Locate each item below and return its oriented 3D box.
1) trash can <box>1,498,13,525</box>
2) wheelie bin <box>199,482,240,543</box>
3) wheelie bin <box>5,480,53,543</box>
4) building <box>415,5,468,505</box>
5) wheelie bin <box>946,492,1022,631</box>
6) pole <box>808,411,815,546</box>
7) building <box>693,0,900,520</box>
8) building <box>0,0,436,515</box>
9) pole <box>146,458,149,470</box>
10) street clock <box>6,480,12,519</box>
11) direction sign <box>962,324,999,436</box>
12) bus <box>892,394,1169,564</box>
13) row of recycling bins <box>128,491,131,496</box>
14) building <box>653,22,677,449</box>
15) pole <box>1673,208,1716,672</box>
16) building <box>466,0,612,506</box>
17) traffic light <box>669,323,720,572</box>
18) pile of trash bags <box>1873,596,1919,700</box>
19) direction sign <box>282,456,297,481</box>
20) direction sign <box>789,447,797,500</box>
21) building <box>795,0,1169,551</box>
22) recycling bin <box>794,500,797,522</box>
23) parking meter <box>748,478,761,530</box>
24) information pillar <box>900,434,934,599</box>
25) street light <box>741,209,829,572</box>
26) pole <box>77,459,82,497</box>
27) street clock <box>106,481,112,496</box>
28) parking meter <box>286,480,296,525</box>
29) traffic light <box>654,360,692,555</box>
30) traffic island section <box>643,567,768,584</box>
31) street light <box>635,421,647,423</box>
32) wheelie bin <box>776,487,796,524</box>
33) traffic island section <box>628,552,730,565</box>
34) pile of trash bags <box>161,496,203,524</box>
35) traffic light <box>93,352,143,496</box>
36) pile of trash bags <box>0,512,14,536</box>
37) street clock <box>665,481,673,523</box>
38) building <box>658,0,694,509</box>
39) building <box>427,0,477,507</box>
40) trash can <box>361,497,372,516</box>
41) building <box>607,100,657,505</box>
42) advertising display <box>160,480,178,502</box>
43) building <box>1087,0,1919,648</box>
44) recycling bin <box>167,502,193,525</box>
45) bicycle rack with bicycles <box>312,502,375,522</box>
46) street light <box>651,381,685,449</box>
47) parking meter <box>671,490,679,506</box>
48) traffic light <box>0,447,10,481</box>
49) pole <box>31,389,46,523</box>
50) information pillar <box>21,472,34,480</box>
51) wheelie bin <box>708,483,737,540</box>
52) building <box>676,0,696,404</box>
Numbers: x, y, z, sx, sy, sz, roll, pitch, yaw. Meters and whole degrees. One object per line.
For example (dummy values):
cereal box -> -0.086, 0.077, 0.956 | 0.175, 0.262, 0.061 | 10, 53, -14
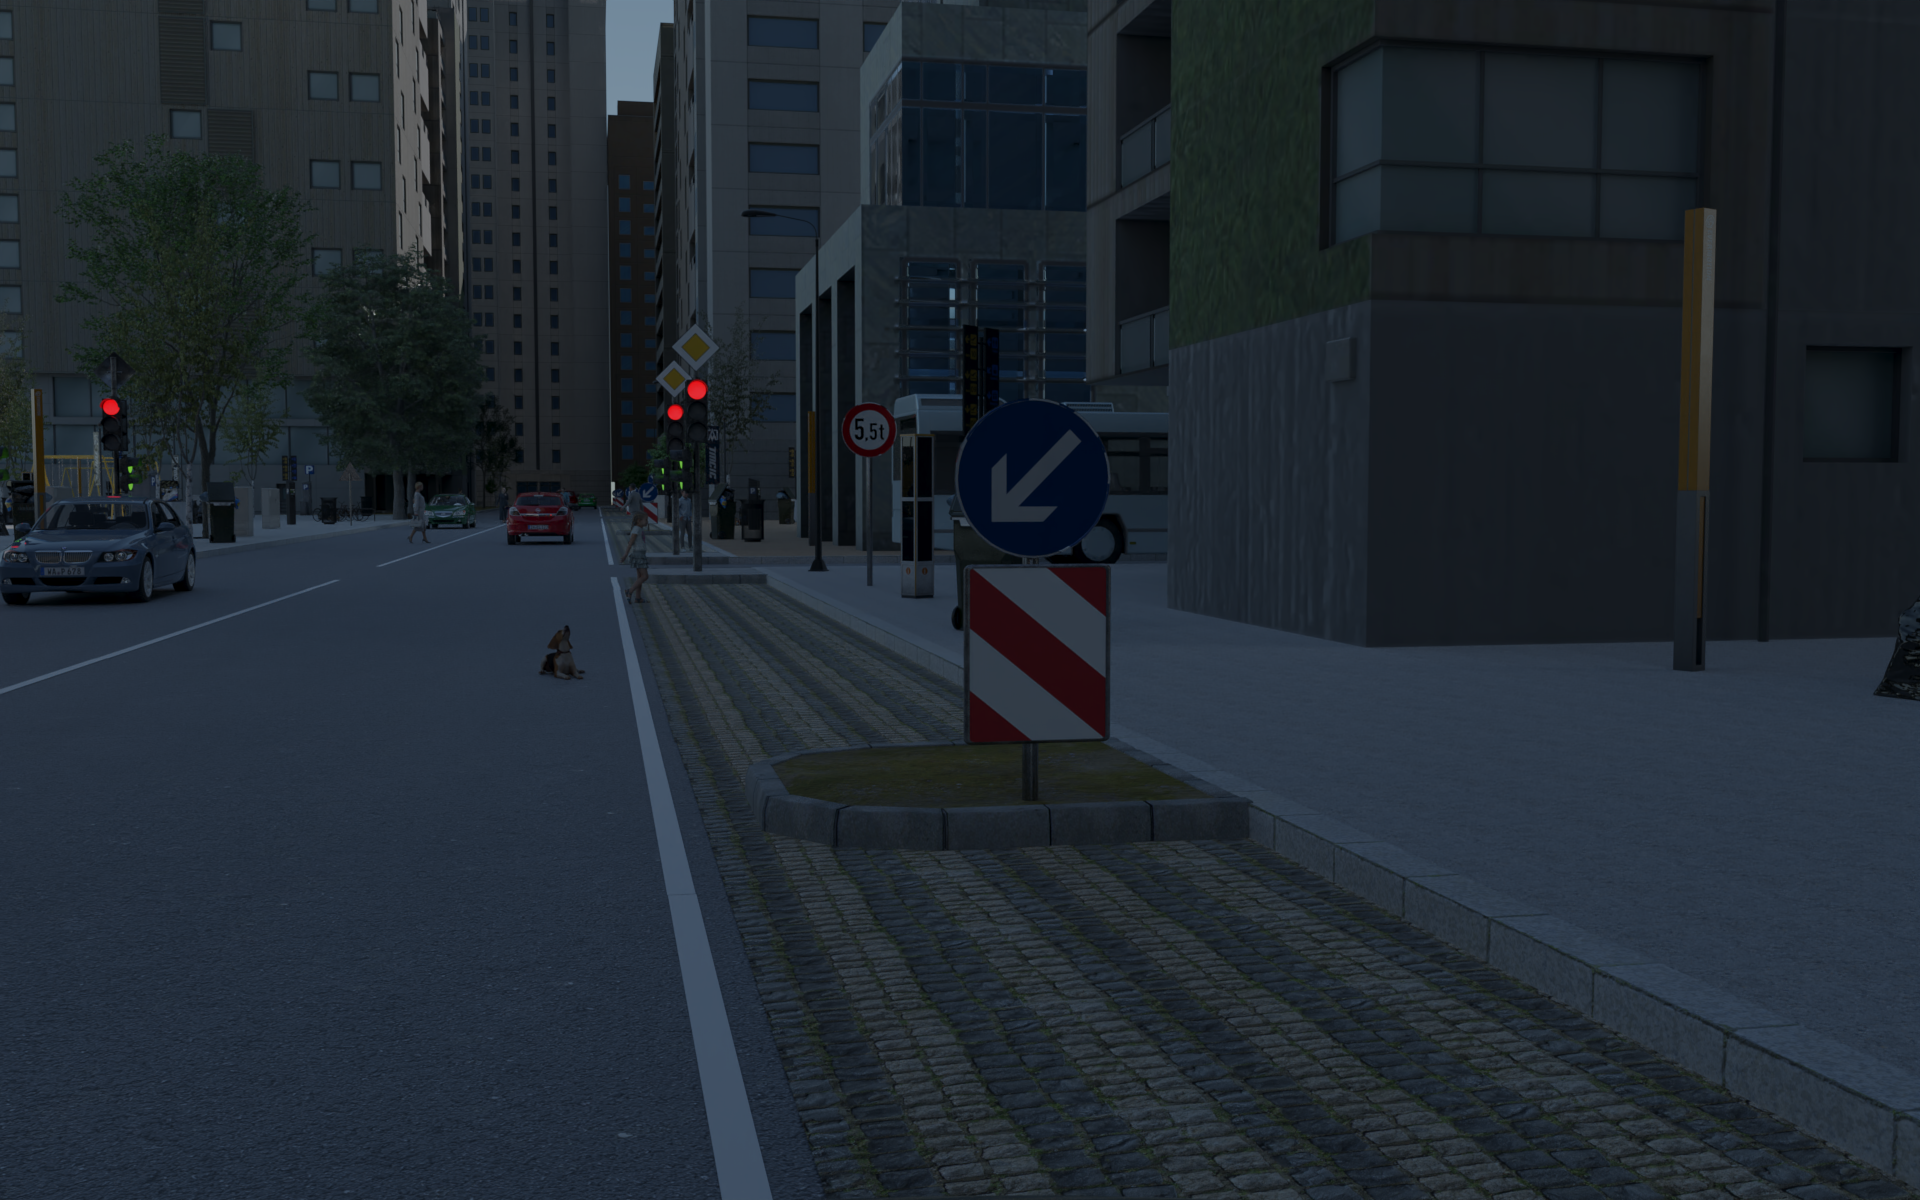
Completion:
trash can -> -39.444, -3.689, 71.967 | 0.748, 1.137, 0.748 | 0, 3, 0
wheelie bin -> -19.460, -2.300, 45.520 | 0.980, 1.594, 0.693 | -2, 4, -30
wheelie bin -> -21.521, -1.966, 40.051 | 0.980, 1.594, 0.693 | -2, 4, -26
building -> -47.957, -27.920, 140.092 | 14.154, 41.232, 14.086 | -1, 4, -12
wheelie bin -> 0.310, -0.514, 16.304 | 0.980, 1.594, 0.693 | 2, 4, 29
pole -> -3.655, -2.991, 42.752 | 0.158, 3.312, 0.155 | 0, 3, 0
building -> -4.528, -34.018, 98.193 | 21.231, 58.520, 28.212 | -1, 4, -12
building -> -50.964, -32.314, 117.577 | 28.713, 52.752, 27.495 | -1, 4, -12
pole -> -43.905, -6.109, 93.725 | 0.158, 3.312, 0.155 | 0, 3, 0
street clock -> -49.455, -5.245, 90.318 | 0.471, 2.002, 0.358 | 2, 4, 23
direction sign -> 0.285, -1.929, 23.536 | 0.379, 3.537, 0.876 | 2, 4, 33
bus -> 5.391, -2.406, 34.198 | 13.247, 3.499, 2.948 | -1, 4, -13
row of recycling bins -> -40.716, -4.847, 86.358 | 1.069, 1.692, 3.534 | -1, 4, -17
building -> -19.552, -33.688, 174.498 | 21.300, 48.544, 21.600 | -1, 4, -12
pole -> 5.306, -1.141, 12.506 | 0.158, 3.312, 0.155 | 0, 3, 0
building -> -55.080, -40.279, 200.554 | 28.212, 58.520, 21.231 | -1, 4, -12
traffic light -> -4.371, -2.428, 28.620 | 0.839, 4.253, 0.868 | -1, 4, -12
pile of trash bags -> 7.632, -0.090, 11.220 | 3.447, 1.369, 1.912 | -2, 4, -34
direction sign -> -39.497, -6.734, 102.090 | 0.876, 3.537, 0.379 | 0, 4, 3
direction sign -> -7.948, -5.622, 83.920 | 0.379, 3.537, 0.876 | 3, 5, 44
building -> 10.690, -45.116, 50.325 | 31.000, 86.520, 22.319 | -1, 4, -12
recycling bin -> -7.208, -4.039, 78.597 | 0.722, 1.027, 0.722 | -3, 5, -43
parking meter -> -7.363, -3.448, 62.080 | 0.399, 1.863, 0.255 | 1, 4, 17
information pillar -> -0.525, -1.030, 21.336 | 0.304, 2.012, 0.304 | -3, 5, -40
street light -> -2.883, -3.424, 28.528 | 1.470, 5.913, 1.316 | -1, 4, -12
pole -> -50.977, -6.510, 100.288 | 0.158, 3.312, 0.155 | 0, 3, 0
street clock -> -47.972, -5.691, 97.617 | 0.358, 2.002, 0.471 | -2, 4, -27
parking meter -> -27.989, -4.083, 72.465 | 0.255, 1.863, 0.399 | -3, 5, -44
traffic light -> -6.012, -2.906, 36.436 | 0.839, 4.253, 0.868 | -1, 4, -12
traffic island section -> -4.330, -0.395, 28.743 | 2.009, 0.180, 2.903 | -1, 4, -12
street light -> -19.925, -8.405, 109.964 | 1.470, 5.913, 1.316 | -1, 4, -12
wheelie bin -> -7.409, -4.019, 73.620 | 0.693, 1.594, 0.980 | 1, 4, 13
traffic island section -> -5.971, -0.873, 36.558 | 2.009, 0.180, 2.903 | -1, 4, -12
pile of trash bags -> -33.574, -3.928, 73.981 | 1.912, 1.369, 3.447 | 1, 4, 12
traffic light -> -16.639, -2.769, 34.196 | 0.839, 4.253, 0.868 | -1, 4, -12
pile of trash bags -> -30.211, -2.673, 53.464 | 1.912, 1.369, 3.447 | 1, 4, 21
street clock -> -12.956, -4.443, 77.217 | 0.358, 2.002, 0.471 | -2, 4, -31
building -> -16.639, -43.707, 152.857 | 20.563, 71.187, 20.611 | -1, 4, -12
building -> -58.392, -44.528, 166.289 | 20.611, 71.187, 20.563 | -1, 4, -12
trash can -> -34.313, -5.413, 100.154 | 0.748, 1.137, 0.748 | 0, 3, 0
building -> -33.540, -33.728, 201.558 | 14.200, 45.320, 14.600 | -1, 4, -12
advertising display -> -37.077, -4.648, 81.201 | 0.123, 1.923, 0.974 | 2, 4, 24
building -> 8.851, -20.656, 21.324 | 14.154, 41.232, 14.086 | -1, 4, -12
recycling bin -> -25.339, -2.657, 55.999 | 0.722, 1.027, 0.722 | 2, 4, 33
bicycle rack with bicycles -> -28.872, -4.143, 81.125 | 2.925, 0.926, 2.852 | -3, 5, -43
street light -> -11.869, -6.030, 71.139 | 1.470, 5.913, 1.316 | -1, 4, -12
parking meter -> -13.686, -4.570, 83.137 | 0.372, 1.533, 0.369 | 0, 3, 0
traffic light -> -14.999, -2.291, 26.381 | 0.839, 4.253, 0.868 | -1, 4, -12
pole -> -17.917, -2.438, 33.703 | 0.158, 3.312, 0.155 | 0, 3, 0
information pillar -> -31.097, -3.262, 57.825 | 0.304, 2.012, 0.304 | -1, 4, -14
wheelie bin -> -6.721, -2.519, 49.096 | 0.693, 1.594, 0.980 | -2, 4, -31
building -> -7.156, -33.107, 130.538 | 28.713, 52.752, 27.495 | -1, 4, -12
